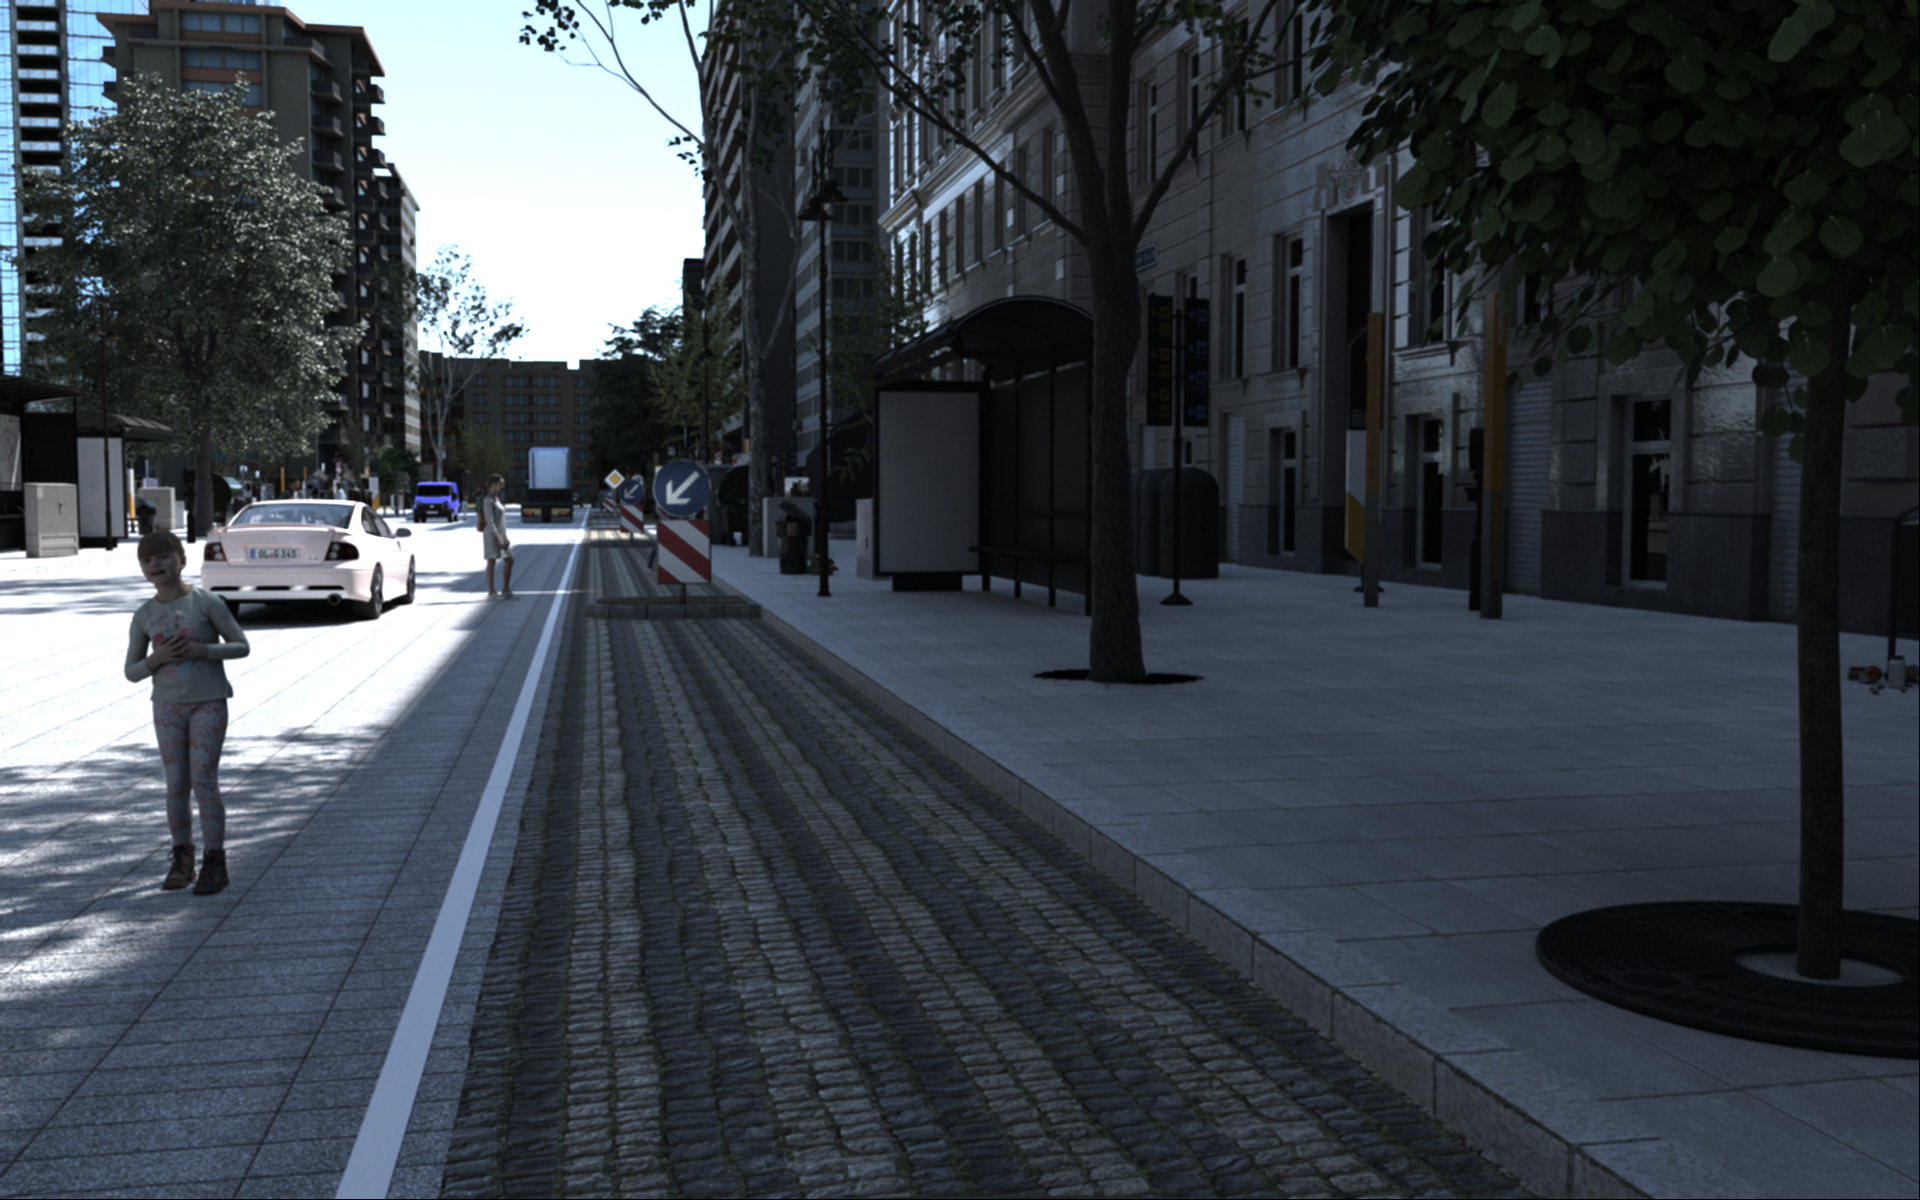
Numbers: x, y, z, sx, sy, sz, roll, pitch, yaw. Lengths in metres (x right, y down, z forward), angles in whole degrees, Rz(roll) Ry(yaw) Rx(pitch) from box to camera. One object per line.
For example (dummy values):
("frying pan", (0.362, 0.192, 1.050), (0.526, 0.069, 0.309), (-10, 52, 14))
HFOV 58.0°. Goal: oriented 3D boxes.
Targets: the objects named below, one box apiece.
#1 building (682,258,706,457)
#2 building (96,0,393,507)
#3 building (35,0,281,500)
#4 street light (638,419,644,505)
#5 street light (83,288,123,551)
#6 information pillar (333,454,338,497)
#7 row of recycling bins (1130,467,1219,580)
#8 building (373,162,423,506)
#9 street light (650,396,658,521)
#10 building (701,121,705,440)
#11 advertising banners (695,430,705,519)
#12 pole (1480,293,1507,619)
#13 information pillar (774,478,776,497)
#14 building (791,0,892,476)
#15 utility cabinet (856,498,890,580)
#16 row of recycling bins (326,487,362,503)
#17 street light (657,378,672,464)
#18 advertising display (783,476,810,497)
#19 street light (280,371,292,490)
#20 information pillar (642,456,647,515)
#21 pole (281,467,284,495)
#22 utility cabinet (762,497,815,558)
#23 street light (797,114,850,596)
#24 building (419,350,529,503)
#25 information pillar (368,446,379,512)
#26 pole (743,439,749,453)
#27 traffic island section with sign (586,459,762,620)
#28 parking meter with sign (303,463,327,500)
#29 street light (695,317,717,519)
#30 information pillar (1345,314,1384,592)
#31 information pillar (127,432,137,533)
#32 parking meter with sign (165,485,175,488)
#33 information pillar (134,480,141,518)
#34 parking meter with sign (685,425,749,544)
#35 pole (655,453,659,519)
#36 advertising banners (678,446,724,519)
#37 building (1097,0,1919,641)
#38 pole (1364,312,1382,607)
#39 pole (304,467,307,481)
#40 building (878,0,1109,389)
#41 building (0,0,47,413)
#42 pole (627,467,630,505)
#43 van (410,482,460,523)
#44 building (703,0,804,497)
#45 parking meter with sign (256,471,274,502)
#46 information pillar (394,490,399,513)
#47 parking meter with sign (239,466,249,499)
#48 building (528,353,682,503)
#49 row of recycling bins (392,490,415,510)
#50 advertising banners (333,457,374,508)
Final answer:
("building", (-27.171, -27.027, 213.597), (14.160, 30.474, 14.107), (-1, 4, -12))
("building", (-64.597, -30.812, 158.406), (22.147, 44.769, 28.867), (-1, 4, -12))
("building", (-105.134, -56.532, 236.962), (31.000, 86.520, 22.319), (-1, 4, -12))
("street light", (-19.253, -8.067, 104.687), (0.468, 5.910, 1.993), (-1, 4, -12))
("street light", (-19.307, -4.058, 39.133), (0.468, 5.910, 1.993), (-1, 4, -12))
("information pillar", (-36.061, -6.651, 100.098), (0.183, 3.616, 0.504), (0, 4, 7))
("row of recycling bins", (3.293, -1.258, 27.677), (1.069, 1.692, 3.534), (0, 4, -7))
("building", (-73.280, -30.697, 193.780), (23.993, 40.220, 32.217), (-1, 4, -12))
("street light", (-14.302, -6.648, 81.479), (0.468, 5.910, 1.993), (-1, 4, -12))
("building", (-16.979, -35.036, 192.449), (23.786, 49.044, 30.456), (-1, 4, -12))
("advertising banners", (-7.258, -3.182, 48.215), (0.090, 3.025, 2.074), (0, 4, -4))
("pole", (5.473, -1.462, 17.750), (0.158, 3.312, 0.155), (0, 3, 0))
("information pillar", (-8.797, -4.683, 81.056), (0.304, 2.012, 0.304), (-3, 4, -39))
("building", (2.920, -25.117, 102.538), (23.993, 40.220, 32.217), (-1, 4, -12))
("utility cabinet", (-1.322, -0.920, 26.199), (0.306, 1.237, 1.020), (-1, 4, -17))
("row of recycling bins", (-38.436, -6.178, 108.130), (3.534, 1.692, 1.069), (3, 5, 42))
("street light", (-11.622, -5.870, 68.755), (0.468, 5.910, 1.993), (-1, 4, -12))
("advertising display", (-5.892, -3.501, 62.453), (0.974, 1.923, 0.123), (-1, 4, -17))
("street light", (-24.278, -5.487, 62.503), (0.468, 5.910, 1.993), (-1, 4, -12))
("information pillar", (-19.605, -7.089, 107.266), (0.183, 3.616, 0.504), (1, 4, 11))
("pole", (-51.317, -8.404, 131.249), (0.158, 3.312, 0.155), (0, 3, 0))
("utility cabinet", (-3.464, -1.458, 34.994), (1.020, 1.237, 0.306), (-2, 4, -29))
("street light", (-1.707, -2.985, 21.595), (0.468, 5.910, 1.993), (-1, 4, -12))
("building", (-76.018, -24.717, 249.167), (28.899, 21.520, 27.650), (-1, 4, -12))
("information pillar", (-28.730, -5.719, 84.855), (0.183, 3.616, 0.504), (3, 4, 36))
("pole", (-7.901, -4.296, 64.081), (0.158, 3.312, 0.155), (0, 3, 0))
("traffic island section with sign", (-3.447, -0.734, 20.631), (1.989, 1.847, 2.006), (-1, 4, -12))
("parking meter with sign", (-36.389, -6.157, 96.923), (1.738, 3.016, 0.543), (-3, 4, -38))
("street light", (-6.632, -4.438, 45.342), (0.468, 5.910, 1.993), (-1, 4, -12))
("information pillar", (5.285, -1.911, 22.597), (0.504, 3.616, 0.183), (-1, 4, -14))
("information pillar", (-27.114, -3.993, 56.638), (0.183, 3.616, 0.504), (-1, 4, -14))
("parking meter with sign", (-63.481, -8.741, 139.179), (1.738, 3.016, 0.543), (-1, 4, -10))
("information pillar", (-44.400, -5.444, 93.493), (0.304, 2.012, 0.304), (3, 4, 37))
("parking meter with sign", (-6.120, -2.933, 44.214), (1.738, 3.016, 0.543), (-1, 4, -13))
("pole", (-15.146, -5.671, 86.559), (0.158, 3.312, 0.155), (0, 3, 0))
("advertising banners", (-9.328, -4.040, 62.249), (2.074, 3.025, 0.090), (-3, 5, -40))
("building", (11.448, -14.055, 27.059), (12.463, 27.353, 25.104), (-1, 4, -12))
("pole", (4.672, -1.575, 19.594), (0.158, 3.312, 0.155), (0, 3, 0))
("pole", (-48.631, -8.249, 128.716), (0.158, 3.312, 0.155), (0, 3, 0))
("building", (5.472, -15.564, 51.739), (12.463, 27.353, 25.104), (-1, 4, -12))
("building", (-101.485, -53.833, 192.844), (31.000, 86.520, 22.319), (-1, 4, -12))
("pole", (-24.140, -8.089, 126.103), (0.158, 3.312, 0.155), (0, 3, 0))
("van", (-26.493, -5.093, 87.650), (2.240, 2.365, 5.245), (-1, 4, -12))
("building", (-13.141, -33.212, 166.720), (21.300, 48.544, 21.600), (-1, 4, -12))
("parking meter with sign", (-52.252, -8.235, 130.896), (0.543, 3.016, 1.738), (3, 4, 37))
("information pillar", (-37.657, -6.803, 115.726), (0.304, 2.012, 0.304), (-1, 4, -8))
("parking meter with sign", (-43.717, -6.672, 105.340), (0.543, 3.016, 1.738), (-1, 4, -10))
("building", (-47.560, -25.029, 254.264), (28.899, 21.520, 27.650), (-1, 4, -12))
("row of recycling bins", (-45.711, -8.377, 144.081), (1.069, 1.692, 3.534), (2, 4, 33))
("advertising banners", (-28.942, -5.288, 82.639), (0.090, 3.025, 2.074), (3, 5, 40))
